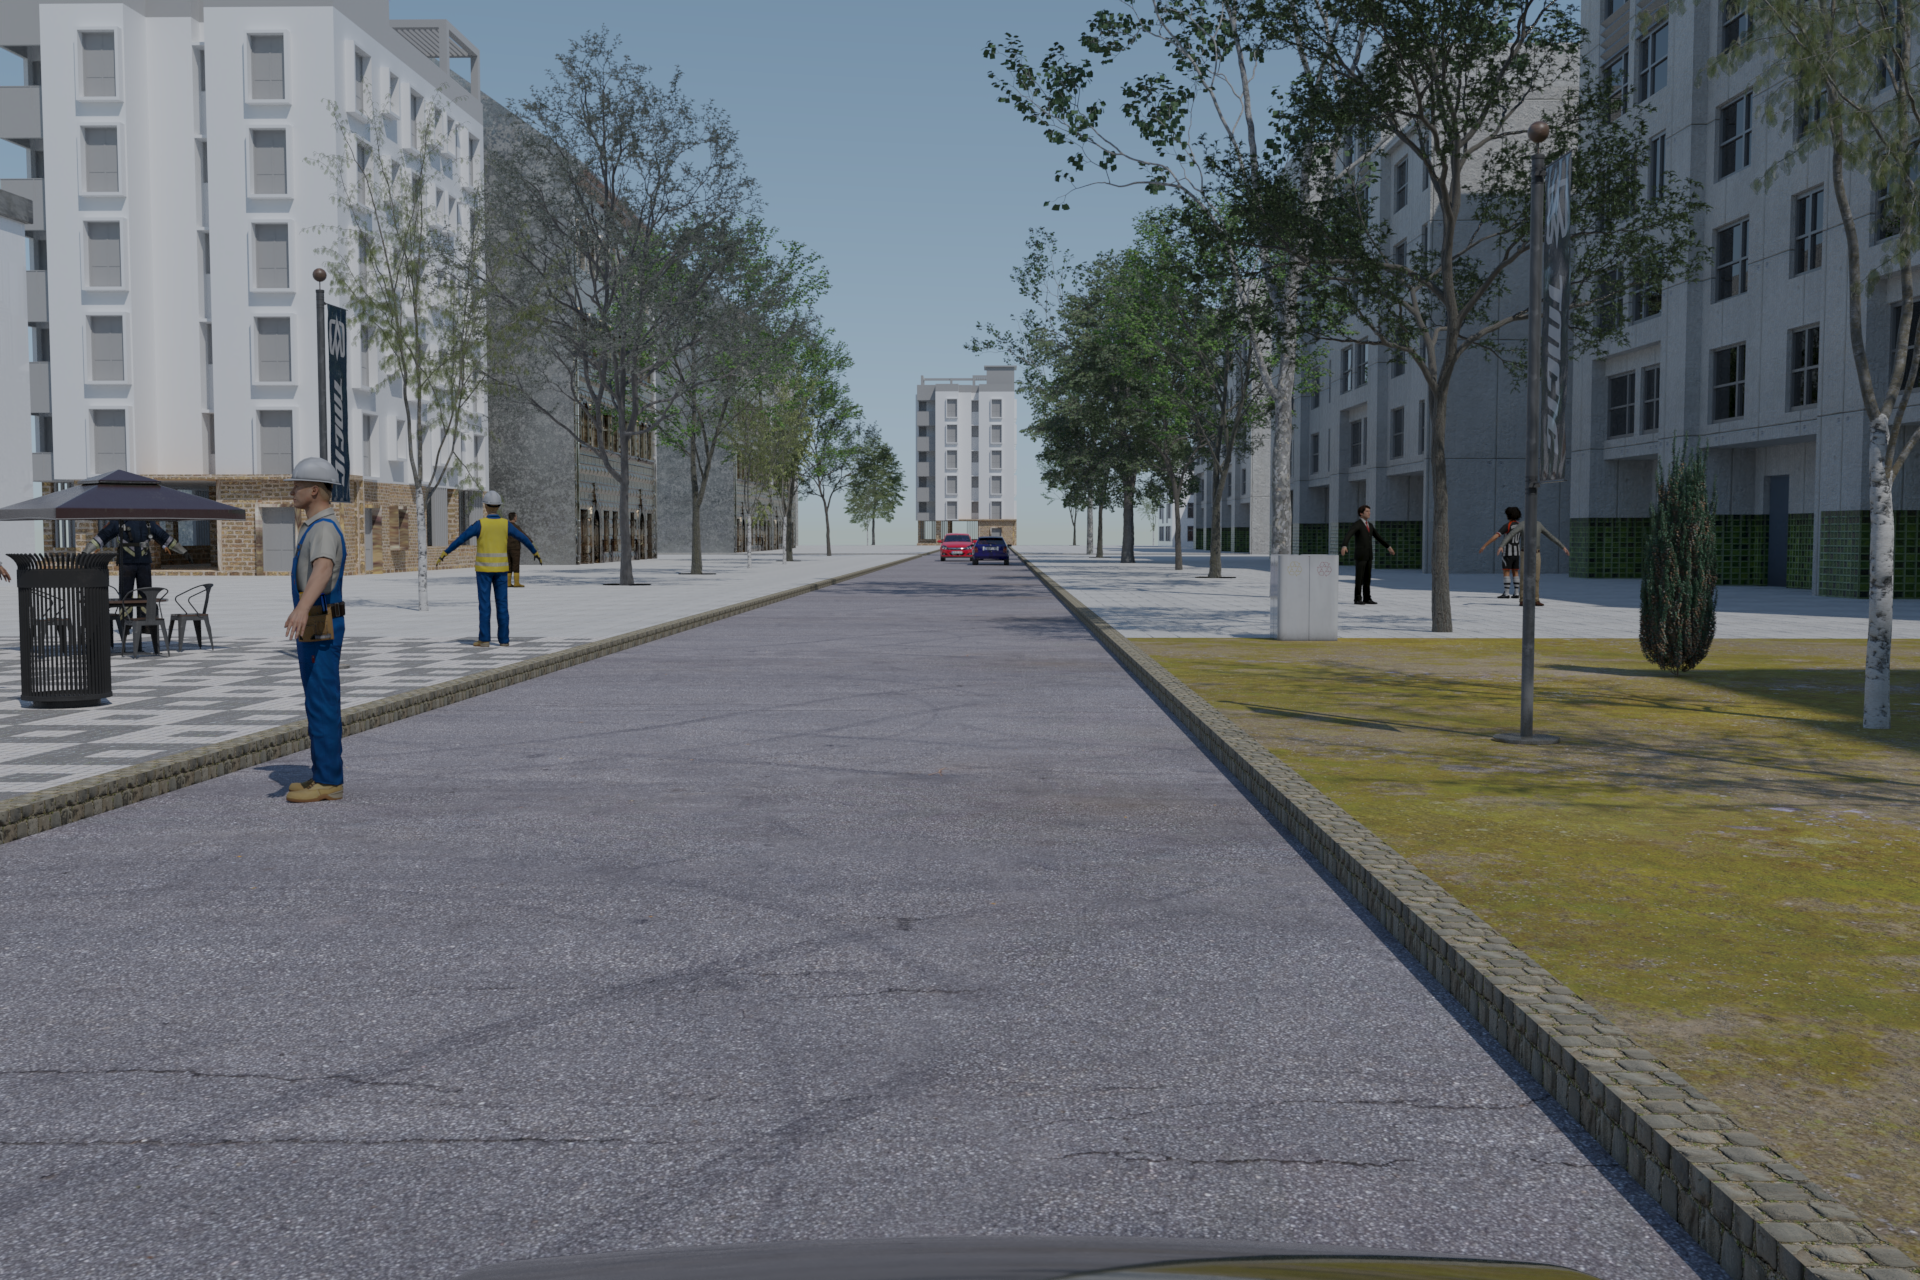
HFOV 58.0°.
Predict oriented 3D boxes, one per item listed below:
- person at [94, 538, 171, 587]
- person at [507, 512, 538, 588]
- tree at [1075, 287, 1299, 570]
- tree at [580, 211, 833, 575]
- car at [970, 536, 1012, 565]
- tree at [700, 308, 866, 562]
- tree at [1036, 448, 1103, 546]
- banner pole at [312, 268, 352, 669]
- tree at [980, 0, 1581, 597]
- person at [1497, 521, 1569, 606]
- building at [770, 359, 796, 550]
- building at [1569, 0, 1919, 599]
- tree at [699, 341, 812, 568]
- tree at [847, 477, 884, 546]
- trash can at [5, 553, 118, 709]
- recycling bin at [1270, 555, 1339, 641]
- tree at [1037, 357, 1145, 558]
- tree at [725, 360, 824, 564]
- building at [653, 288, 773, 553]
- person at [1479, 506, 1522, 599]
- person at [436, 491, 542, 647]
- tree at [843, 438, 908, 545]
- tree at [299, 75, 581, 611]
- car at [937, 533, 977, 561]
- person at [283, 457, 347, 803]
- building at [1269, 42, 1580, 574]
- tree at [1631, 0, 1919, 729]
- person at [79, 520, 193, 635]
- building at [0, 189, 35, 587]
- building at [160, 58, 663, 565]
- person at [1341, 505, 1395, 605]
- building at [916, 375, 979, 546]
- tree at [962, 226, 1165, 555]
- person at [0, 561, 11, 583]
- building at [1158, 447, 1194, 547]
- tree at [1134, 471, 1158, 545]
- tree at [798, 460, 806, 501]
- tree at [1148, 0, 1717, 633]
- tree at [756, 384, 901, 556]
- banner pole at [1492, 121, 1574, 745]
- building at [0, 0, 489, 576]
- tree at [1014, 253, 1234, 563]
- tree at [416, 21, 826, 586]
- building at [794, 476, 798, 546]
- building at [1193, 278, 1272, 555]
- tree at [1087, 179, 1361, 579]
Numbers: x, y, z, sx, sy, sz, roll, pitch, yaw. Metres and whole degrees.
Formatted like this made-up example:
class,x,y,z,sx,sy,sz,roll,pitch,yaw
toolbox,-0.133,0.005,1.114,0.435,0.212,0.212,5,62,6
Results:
class,x,y,z,sx,sy,sz,roll,pitch,yaw
person,-14.591,-1.457,30.548,1.216,1.740,0.721,-2,4,-25
person,-10.704,-2.166,41.552,1.346,1.812,0.704,2,4,28
tree,7.904,-7.779,61.593,8.767,10.594,7.601,1,4,17
tree,-8.188,-7.878,54.567,9.928,11.665,9.643,0,3,0
car,1.449,-4.175,80.835,1.945,1.354,3.894,0,4,2
tree,-8.112,-9.476,80.696,9.928,11.665,9.643,0,3,0
tree,12.569,-16.281,191.945,9.928,11.665,9.643,0,3,0
banner pole,-6.019,-1.629,16.645,0.401,3.779,0.863,0,4,2
tree,6.819,-11.005,35.828,12.611,20.169,13.585,0,3,0
person,10.148,-1.499,30.775,1.348,1.796,0.705,0,4,-8
building,-24.055,-19.252,145.700,19.493,23.208,18.063,0,4,0
building,26.127,-10.312,35.062,16.747,18.905,31.486,0,4,1
tree,-8.099,-6.978,64.450,4.360,8.622,3.978,0,3,0
tree,-10.069,-14.834,192.896,4.360,8.622,3.978,0,3,0
trash can,-6.670,-0.077,12.908,0.748,1.137,0.748,0,3,0
recycling bin,4.187,-0.523,21.101,0.722,1.027,0.722,0,4,2
tree,7.662,-10.208,92.660,9.928,11.665,9.643,0,3,0
tree,-7.599,-7.528,73.442,4.737,8.622,4.395,0,3,0
building,-24.120,-18.012,125.425,19.493,23.208,18.063,0,4,2
person,10.928,-1.728,34.393,1.345,1.843,0.704,-1,4,-21
person,-5.366,-0.816,19.805,1.216,1.772,0.721,-2,4,-31
tree,-9.598,-17.239,199.988,7.486,12.596,7.792,0,3,0
tree,-9.152,-4.793,28.730,4.360,8.622,3.978,0,3,0
car,-0.131,-5.079,92.085,2.155,1.783,4.494,0,4,1
person,-3.507,-0.066,9.396,0.705,1.847,1.347,-1,4,-19
building,23.709,-12.516,71.088,16.747,18.905,31.486,0,4,1
tree,6.100,-3.736,11.441,4.360,8.622,3.978,0,3,0
person,-10.527,-0.998,22.101,1.354,1.856,0.705,-3,4,-37
building,-24.217,-5.359,29.765,9.099,9.664,28.070,0,4,1
building,-25.013,-15.241,80.112,19.493,23.208,18.063,0,4,0
person,7.366,-1.548,31.499,1.347,1.806,0.705,-2,4,-35
building,-4.712,-20.822,199.311,11.380,20.090,16.016,0,4,7
tree,7.036,-15.389,107.497,12.611,20.169,13.585,0,3,0
person,-7.816,-0.427,13.160,0.705,1.806,1.347,1,4,14
building,24.829,-13.709,166.284,9.099,9.664,28.070,0,4,1
tree,22.031,-14.958,194.933,4.360,8.622,3.978,0,3,0
tree,-21.260,-16.551,196.366,9.928,11.665,9.643,0,3,0
tree,5.973,-5.377,22.321,7.601,10.594,8.767,-1,4,-11
tree,-7.649,-10.182,100.881,8.767,10.594,7.601,-1,4,-9
banner pole,3.504,-1.246,10.384,0.401,3.779,0.863,0,4,1
building,-23.553,-12.119,54.559,16.016,20.090,11.380,0,4,0
tree,7.333,-10.380,76.369,9.857,13.997,8.962,0,3,0
tree,-8.449,-8.097,42.755,12.009,13.543,11.850,0,3,0
building,-26.129,-18.689,172.021,16.747,18.905,31.486,0,4,1
building,27.625,-16.019,128.374,16.747,18.905,31.486,0,4,1
tree,7.583,-7.596,49.955,9.928,11.665,9.643,0,3,0
